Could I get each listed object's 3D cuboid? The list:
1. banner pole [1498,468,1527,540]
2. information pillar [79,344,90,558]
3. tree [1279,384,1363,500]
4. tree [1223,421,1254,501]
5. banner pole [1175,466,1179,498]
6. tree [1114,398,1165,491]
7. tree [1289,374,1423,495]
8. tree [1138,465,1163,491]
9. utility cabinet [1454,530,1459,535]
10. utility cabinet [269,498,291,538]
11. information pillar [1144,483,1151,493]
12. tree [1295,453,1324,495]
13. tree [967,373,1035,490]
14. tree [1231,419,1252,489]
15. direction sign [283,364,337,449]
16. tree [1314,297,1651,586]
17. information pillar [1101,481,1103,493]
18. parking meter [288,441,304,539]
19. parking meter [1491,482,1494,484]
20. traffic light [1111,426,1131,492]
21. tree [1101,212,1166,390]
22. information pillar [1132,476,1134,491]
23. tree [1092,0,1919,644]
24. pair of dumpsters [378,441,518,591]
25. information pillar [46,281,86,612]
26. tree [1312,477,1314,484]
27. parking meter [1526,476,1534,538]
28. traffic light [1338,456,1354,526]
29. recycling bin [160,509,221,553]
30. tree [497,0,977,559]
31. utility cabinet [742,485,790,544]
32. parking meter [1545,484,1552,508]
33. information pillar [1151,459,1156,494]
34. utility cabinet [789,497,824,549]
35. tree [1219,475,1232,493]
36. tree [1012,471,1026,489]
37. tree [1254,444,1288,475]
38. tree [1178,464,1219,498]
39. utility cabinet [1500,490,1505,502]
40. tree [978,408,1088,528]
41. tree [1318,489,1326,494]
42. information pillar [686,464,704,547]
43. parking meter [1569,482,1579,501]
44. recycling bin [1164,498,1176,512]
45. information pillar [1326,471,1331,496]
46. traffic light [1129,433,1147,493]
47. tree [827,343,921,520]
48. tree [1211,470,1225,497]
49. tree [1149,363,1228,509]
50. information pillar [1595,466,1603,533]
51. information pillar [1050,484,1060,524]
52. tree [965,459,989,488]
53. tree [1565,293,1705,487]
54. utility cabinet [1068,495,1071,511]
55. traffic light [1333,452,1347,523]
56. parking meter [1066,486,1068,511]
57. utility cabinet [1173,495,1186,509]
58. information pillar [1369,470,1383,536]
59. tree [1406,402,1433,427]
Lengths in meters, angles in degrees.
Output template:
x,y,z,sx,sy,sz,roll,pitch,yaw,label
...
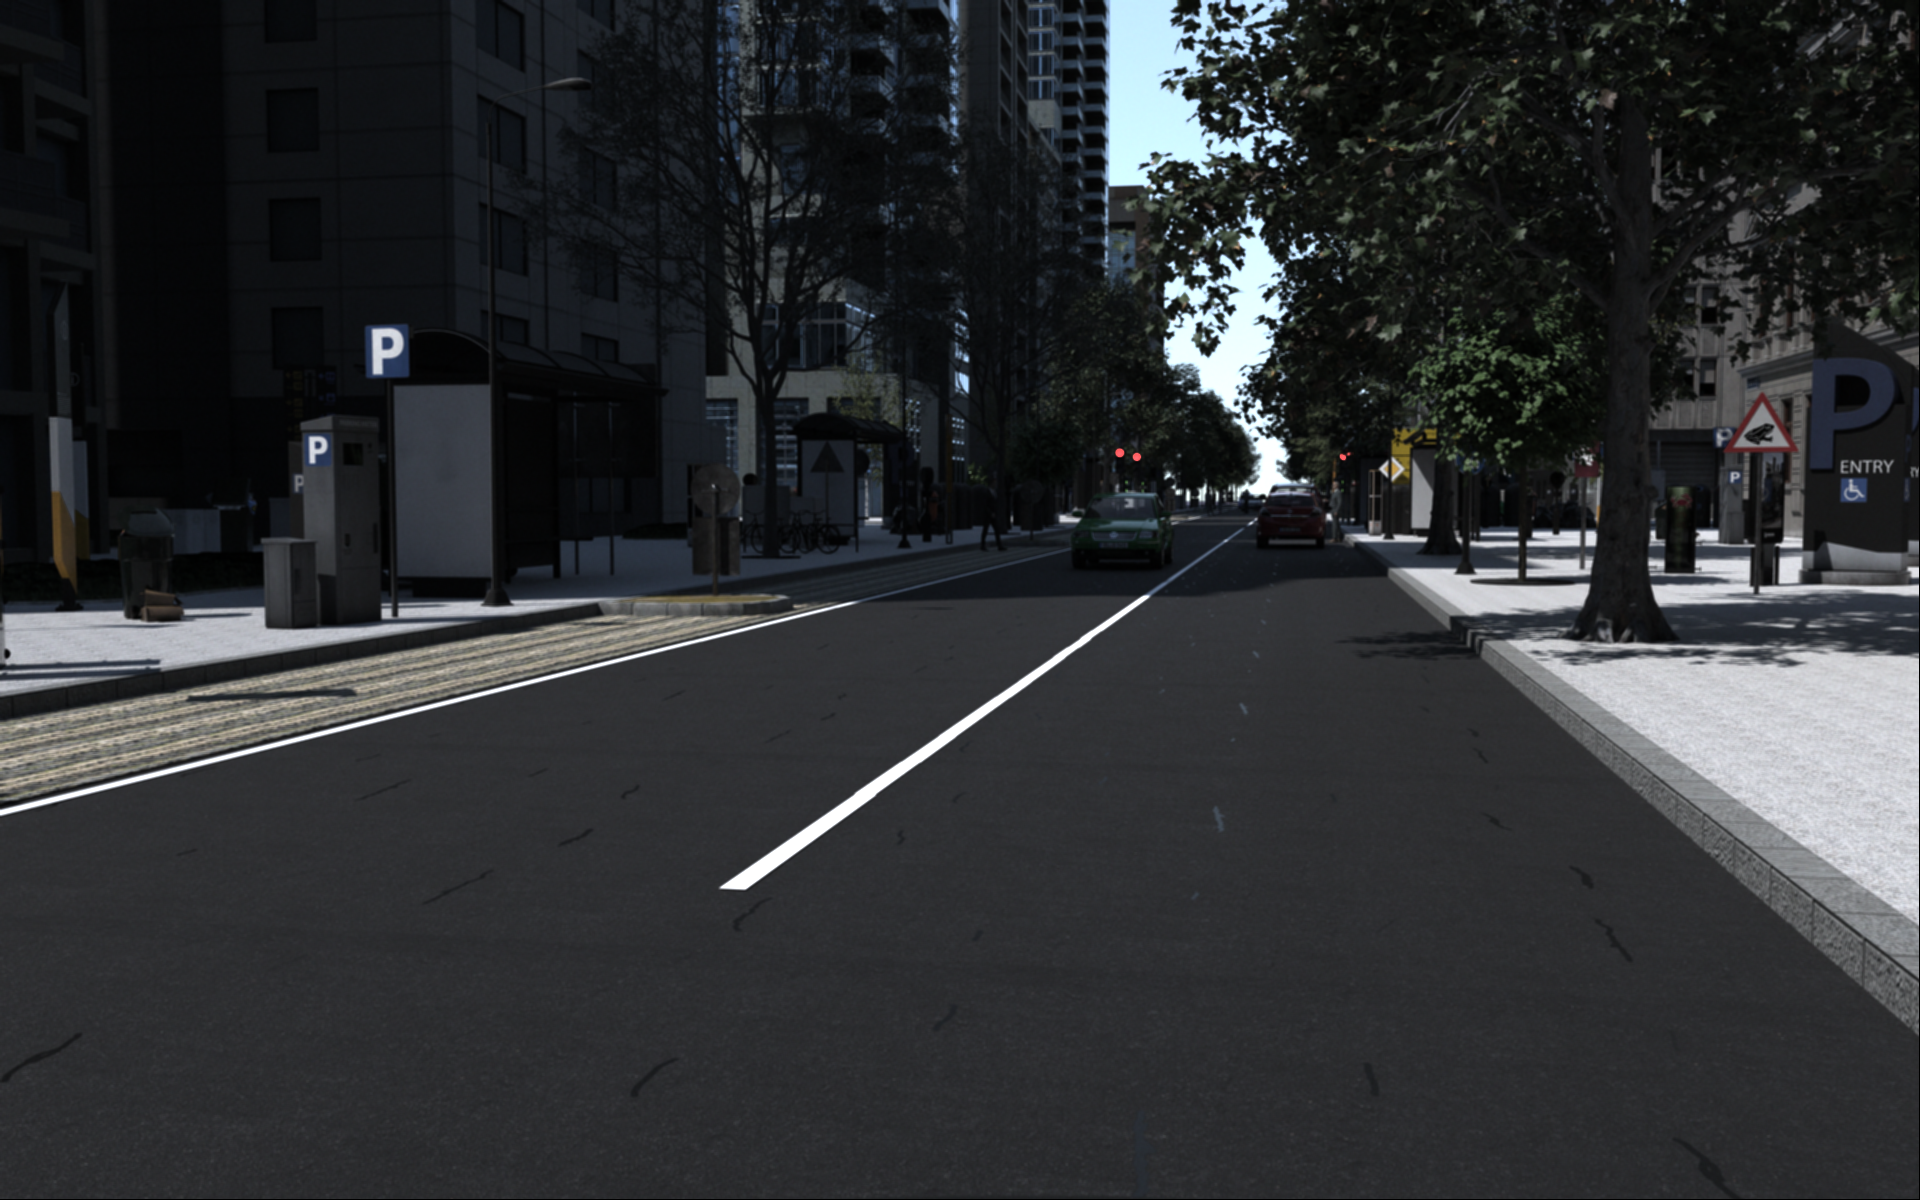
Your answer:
x,y,z,sx,sy,sz,roll,pitch,yaw,label
15.411,-3.564,48.284,0.863,3.779,0.401,3,4,36,banner pole
-13.893,-2.185,27.082,0.504,3.616,0.183,0,4,-2,information pillar
26.173,-11.577,123.699,7.601,10.594,8.767,-1,4,-15,tree
49.526,-24.402,309.339,12.009,13.543,11.850,0,3,0,tree
17.294,-9.075,138.392,0.401,3.779,0.863,-1,4,-15,banner pole
12.460,-10.273,118.319,4.360,8.622,3.978,0,3,0,tree
21.391,-10.725,93.487,7.486,12.596,7.792,0,3,0,tree
12.356,-7.267,113.414,1.663,3.219,1.824,0,3,0,tree
15.705,-2.676,54.912,0.306,1.237,1.020,1,4,14,utility cabinet
-10.995,-1.064,28.550,1.020,1.237,0.306,3,5,42,utility cabinet
11.913,-6.460,110.115,0.304,2.012,0.304,3,5,41,information pillar
34.687,-13.258,167.127,4.737,8.622,4.395,0,3,0,tree
2.584,-9.552,106.531,4.737,8.622,4.395,0,3,0,tree
38.044,-20.241,249.069,7.486,12.596,7.792,0,3,0,tree
-11.370,-2.348,30.390,0.876,3.537,0.379,-2,4,-28,direction sign
8.066,-2.519,24.892,4.285,4.588,4.351,0,3,0,tree
8.091,-5.694,97.585,0.304,2.012,0.304,0,4,-7,information pillar
-7.216,-0.828,19.243,0.399,1.863,0.255,2,4,27,parking meter
23.145,-4.287,75.796,0.399,1.863,0.255,-2,4,-32,parking meter
6.655,-5.063,71.693,0.839,4.253,0.868,1,4,11,traffic light
1.191,-8.811,54.428,12.009,13.543,11.850,0,3,0,tree
11.502,-7.578,115.248,0.183,3.616,0.504,1,4,11,information pillar
5.961,-5.993,14.995,9.611,12.733,9.660,0,3,0,tree
-7.750,-1.370,24.888,1.574,2.255,4.437,1,4,11,pair of dumpsters
-9.791,-1.684,18.880,0.183,3.616,0.504,-1,4,-10,information pillar
19.687,-6.036,82.402,4.285,4.588,4.351,0,3,0,tree
16.605,-2.757,50.796,0.255,1.863,0.399,-1,4,-13,parking meter
15.705,-4.958,69.979,0.839,4.253,0.868,1,4,11,traffic light
-12.752,-0.984,28.635,0.722,1.027,0.722,1,4,22,recycling bin
-3.766,-7.563,34.024,12.009,13.543,11.850,0,3,0,tree
-4.920,-2.154,43.900,1.173,1.500,0.318,-2,4,-24,utility cabinet
33.989,-5.770,100.052,0.399,1.863,0.255,1,4,14,parking meter
12.370,-7.314,110.936,0.183,3.616,0.504,-2,4,-31,information pillar
-3.621,-1.823,40.974,0.306,1.237,1.020,-3,5,-40,utility cabinet
34.381,-14.987,228.748,4.285,4.588,4.351,0,3,0,tree
4.247,-7.569,118.354,1.663,3.219,1.824,0,3,0,tree
48.888,-19.899,235.724,12.009,13.543,11.850,0,3,0,tree
22.805,-11.424,170.489,4.285,4.588,4.351,0,3,0,tree
30.945,-5.552,99.452,1.173,1.500,0.318,0,4,3,utility cabinet
3.253,-5.024,65.852,4.285,4.588,4.351,0,3,0,tree
41.671,-12.459,198.297,1.663,3.219,1.824,0,3,0,tree
-6.422,-2.296,42.039,0.304,2.012,0.304,-3,5,-39,information pillar
30.272,-4.875,85.410,0.399,1.863,0.255,2,4,27,parking meter
15.307,-6.985,126.762,0.722,1.027,0.722,3,5,41,recycling bin
31.277,-9.522,147.042,0.183,3.616,0.504,-3,5,-40,information pillar
8.160,-5.542,79.536,0.839,4.253,0.868,1,4,11,traffic light
-4.296,-8.189,84.246,4.737,8.622,4.395,0,3,0,tree
30.422,-15.760,208.032,4.737,8.622,4.395,0,3,0,tree
19.032,-14.162,149.675,7.486,12.596,7.792,0,3,0,tree
21.138,-4.009,56.905,0.504,3.616,0.183,-2,4,-34,information pillar
4.012,-4.205,73.252,0.304,2.012,0.304,2,4,29,information pillar
0.679,-6.203,96.025,1.663,3.219,1.824,0,3,0,tree
22.590,-6.706,60.013,4.737,8.622,4.395,0,3,0,tree
7.989,-7.120,127.569,0.306,1.237,1.020,0,4,7,utility cabinet
17.210,-5.437,77.821,0.839,4.253,0.868,1,4,11,traffic light
7.717,-7.406,126.794,0.399,1.863,0.255,2,4,26,parking meter
18.729,-8.361,147.867,1.020,1.237,0.306,1,4,21,utility cabinet
12.769,-2.980,53.208,0.304,2.012,0.304,-1,4,-11,information pillar
30.964,-10.054,114.749,4.360,8.622,3.978,0,3,0,tree
